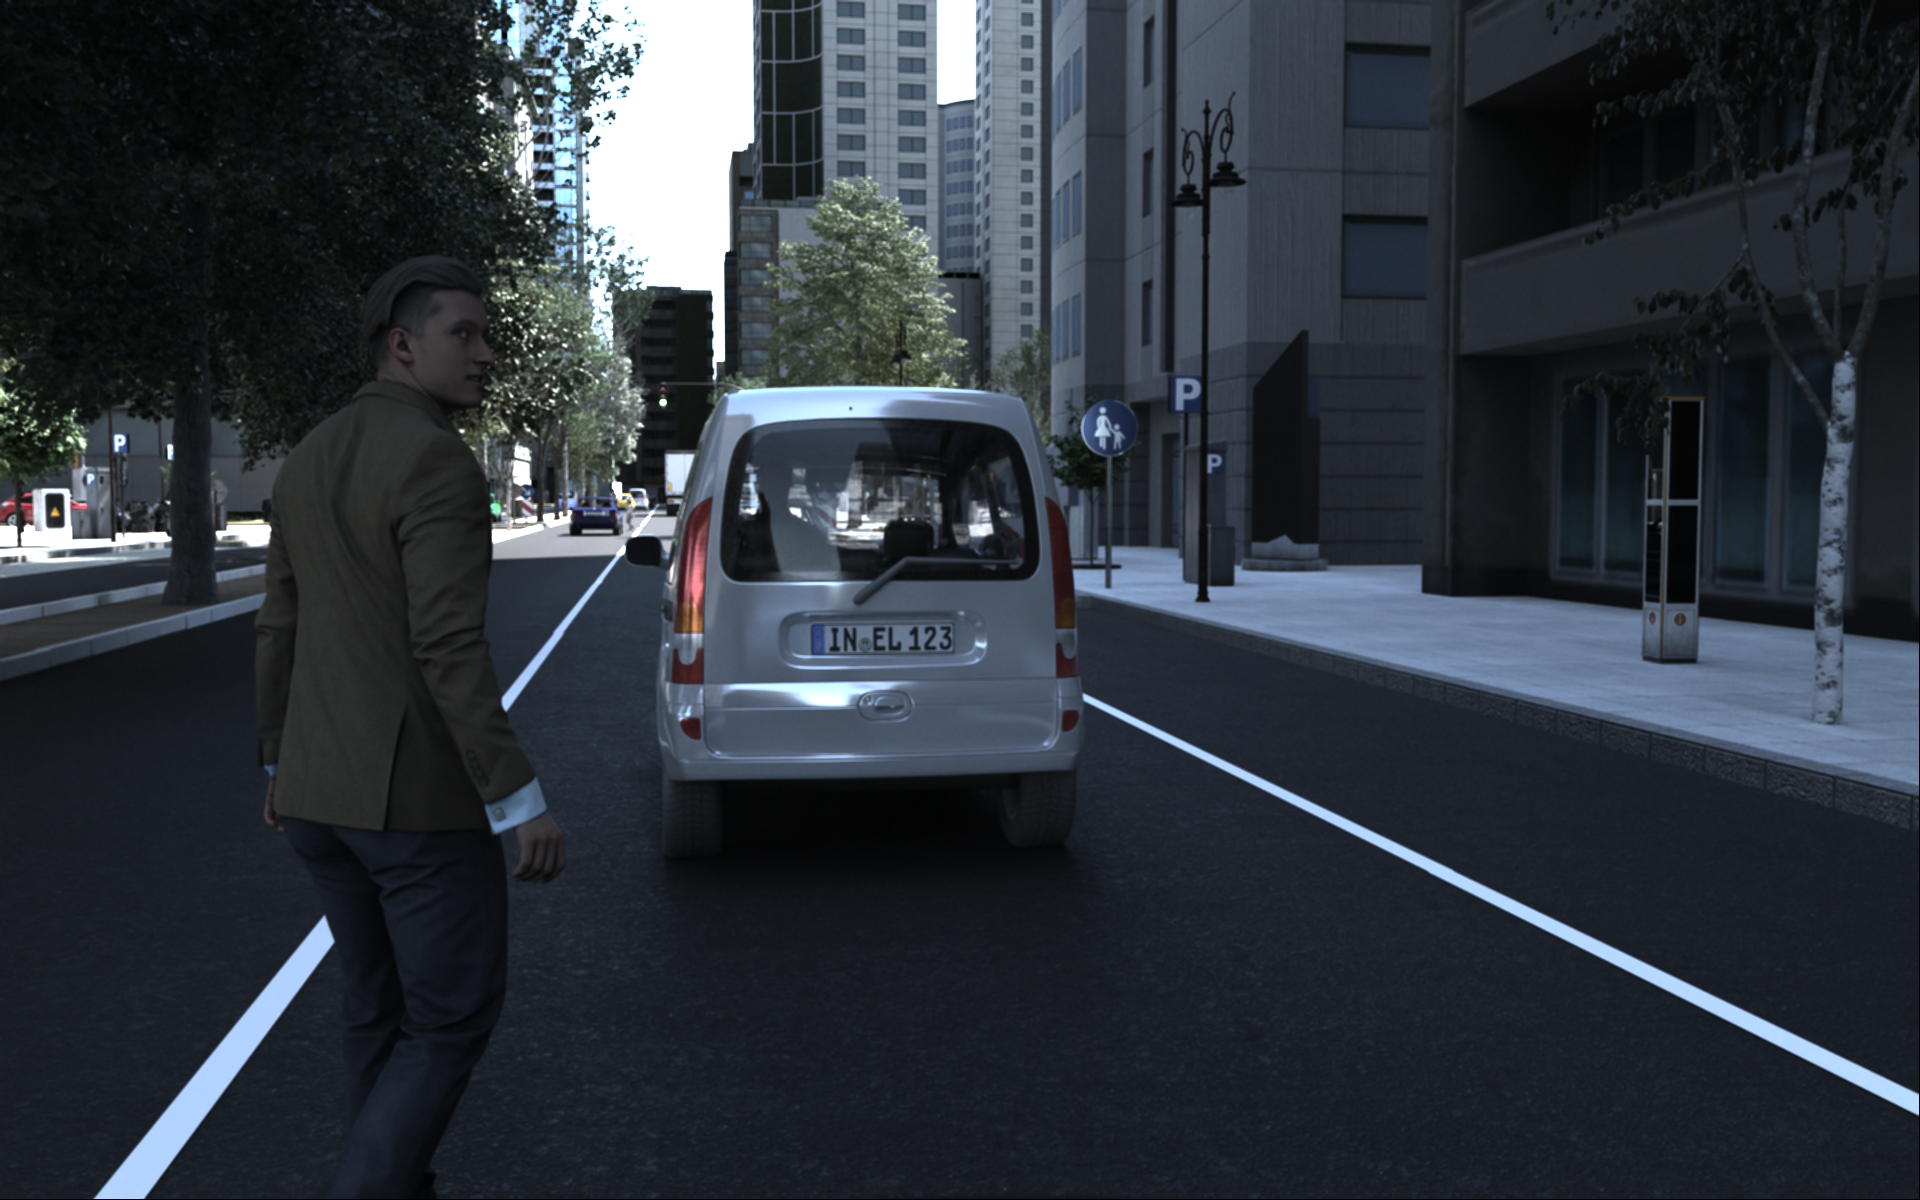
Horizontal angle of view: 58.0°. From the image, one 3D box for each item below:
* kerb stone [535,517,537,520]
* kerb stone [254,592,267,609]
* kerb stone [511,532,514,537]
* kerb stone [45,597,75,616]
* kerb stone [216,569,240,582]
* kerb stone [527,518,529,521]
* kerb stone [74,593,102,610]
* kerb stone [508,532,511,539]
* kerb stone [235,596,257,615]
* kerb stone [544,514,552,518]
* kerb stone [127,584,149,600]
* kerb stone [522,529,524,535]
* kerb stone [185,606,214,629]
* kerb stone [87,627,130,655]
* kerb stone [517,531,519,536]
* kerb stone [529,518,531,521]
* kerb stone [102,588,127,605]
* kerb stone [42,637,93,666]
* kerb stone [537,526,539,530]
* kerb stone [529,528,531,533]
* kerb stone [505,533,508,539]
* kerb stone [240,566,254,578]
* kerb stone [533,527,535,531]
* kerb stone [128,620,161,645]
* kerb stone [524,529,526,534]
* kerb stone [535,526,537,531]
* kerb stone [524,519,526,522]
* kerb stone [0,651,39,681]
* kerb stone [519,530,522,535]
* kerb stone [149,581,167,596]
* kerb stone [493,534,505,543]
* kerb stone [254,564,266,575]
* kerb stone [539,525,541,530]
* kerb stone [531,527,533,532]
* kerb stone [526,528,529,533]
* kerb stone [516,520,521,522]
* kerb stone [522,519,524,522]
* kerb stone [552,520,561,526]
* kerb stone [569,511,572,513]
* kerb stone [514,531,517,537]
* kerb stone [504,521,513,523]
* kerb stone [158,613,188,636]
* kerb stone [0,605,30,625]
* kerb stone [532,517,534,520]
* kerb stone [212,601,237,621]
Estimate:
[{"bbox_3d":[-23.189,-4.383,93.875,0.120,0.150,1.000,-1,4,-10],"label":"kerb stone"},{"bbox_3d":[-8.869,0.018,21.907,0.120,0.150,1.000,-1,4,-10],"label":"kerb stone"},{"bbox_3d":[-14.699,-2.082,56.320,0.120,0.150,1.000,-1,4,-10],"label":"kerb stone"},{"bbox_3d":[-10.770,0.104,20.567,0.120,0.150,1.000,-1,4,-10],"label":"kerb stone"},{"bbox_3d":[-12.142,-0.395,28.657,0.120,0.150,1.000,-1,4,-10],"label":"kerb stone"},{"bbox_3d":[-22.330,-4.075,88.823,0.120,0.150,1.000,-1,4,-10],"label":"kerb stone"},{"bbox_3d":[-10.947,0.038,21.573,0.120,0.150,1.000,-1,4,-10],"label":"kerb stone"},{"bbox_3d":[-14.527,-2.025,55.311,0.120,0.150,1.000,-1,4,-10],"label":"kerb stone"},{"bbox_3d":[-8.696,0.082,20.897,0.120,0.150,1.000,-1,4,-10],"label":"kerb stone"},{"bbox_3d":[-25.254,-5.126,106.013,0.120,0.150,1.000,-1,4,-10],"label":"kerb stone"},{"bbox_3d":[-11.290,-0.083,23.595,0.120,0.150,1.000,-1,4,-10],"label":"kerb stone"},{"bbox_3d":[-15.391,-2.335,60.369,0.120,0.150,1.000,-1,4,-10],"label":"kerb stone"},{"bbox_3d":[-8.349,0.203,18.874,0.120,0.150,1.000,-1,4,-10],"label":"kerb stone"},{"bbox_3d":[-7.840,0.388,15.849,0.120,0.150,1.000,-1,4,-10],"label":"kerb stone"},{"bbox_3d":[-15.045,-2.211,58.348,0.120,0.150,1.000,-1,4,-10],"label":"kerb stone"},{"bbox_3d":[-22.504,-4.137,89.835,0.120,0.150,1.000,-1,4,-10],"label":"kerb stone"},{"bbox_3d":[-11.110,-0.023,22.582,0.120,0.150,1.000,-1,4,-10],"label":"kerb stone"},{"bbox_3d":[-7.671,0.451,14.826,0.120,0.150,1.000,-1,4,-10],"label":"kerb stone"},{"bbox_3d":[-16.582,-2.761,67.447,0.120,0.150,1.000,-1,4,-10],"label":"kerb stone"},{"bbox_3d":[-15.901,-2.521,63.407,0.120,0.150,1.000,-1,4,-10],"label":"kerb stone"},{"bbox_3d":[-14.360,-1.963,54.297,0.120,0.150,1.000,-1,4,-10],"label":"kerb stone"},{"bbox_3d":[-12.316,-0.457,29.674,0.120,0.150,1.000,-1,4,-10],"label":"kerb stone"},{"bbox_3d":[-16.241,-2.644,65.431,0.120,0.150,1.000,-1,4,-10],"label":"kerb stone"},{"bbox_3d":[-8.013,0.326,16.857,0.120,0.150,1.000,-1,4,-10],"label":"kerb stone"},{"bbox_3d":[-15.563,-2.392,61.388,0.120,0.150,1.000,-1,4,-10],"label":"kerb stone"},{"bbox_3d":[-16.416,-2.703,66.438,0.120,0.150,1.000,-1,4,-10],"label":"kerb stone"},{"bbox_3d":[-21.989,-3.951,86.793,0.120,0.150,1.000,-1,4,-10],"label":"kerb stone"},{"bbox_3d":[-7.498,0.521,13.817,0.120,0.150,1.000,-1,4,-10],"label":"kerb stone"},{"bbox_3d":[-15.202,-2.273,59.357,0.120,0.150,1.000,-1,4,-10],"label":"kerb stone"},{"bbox_3d":[-11.462,-0.147,24.604,0.120,0.150,1.000,-1,4,-10],"label":"kerb stone"},{"bbox_3d":[-14.181,-1.898,53.289,0.120,0.150,1.000,-1,4,-10],"label":"kerb stone"},{"bbox_3d":[-12.491,-0.519,30.689,0.120,0.150,1.000,-1,4,-10],"label":"kerb stone"},{"bbox_3d":[-16.758,-2.827,68.453,0.120,0.150,1.000,-1,4,-10],"label":"kerb stone"},{"bbox_3d":[-16.069,-2.582,64.415,0.120,0.150,1.000,-1,4,-10],"label":"kerb stone"},{"bbox_3d":[-15.729,-2.458,62.399,0.120,0.150,1.000,-1,4,-10],"label":"kerb stone"},{"bbox_3d":[-21.480,-3.765,83.759,0.120,0.150,1.000,-1,4,-10],"label":"kerb stone"},{"bbox_3d":[-21.821,-3.889,85.784,0.120,0.150,1.000,-1,4,-10],"label":"kerb stone"},{"bbox_3d":[-18.886,-3.594,81.084,0.120,0.150,1.000,-1,4,-10],"label":"kerb stone"},{"bbox_3d":[-30.047,-6.858,134.318,0.120,0.150,1.000,-1,4,-10],"label":"kerb stone"},{"bbox_3d":[-14.873,-2.150,57.340,0.120,0.150,1.000,-1,4,-10],"label":"kerb stone"},{"bbox_3d":[-20.788,-3.518,79.713,0.120,0.150,1.000,-1,4,-10],"label":"kerb stone"},{"bbox_3d":[-8.187,0.270,17.865,0.120,0.150,1.000,-1,4,-10],"label":"kerb stone"},{"bbox_3d":[-10.606,0.162,19.556,0.120,0.150,1.000,-1,4,-10],"label":"kerb stone"},{"bbox_3d":[-22.847,-4.259,91.854,0.120,0.150,1.000,-1,4,-10],"label":"kerb stone"},{"bbox_3d":[-8.519,0.142,19.881,0.120,0.150,1.000,-1,4,-10],"label":"kerb stone"}]
